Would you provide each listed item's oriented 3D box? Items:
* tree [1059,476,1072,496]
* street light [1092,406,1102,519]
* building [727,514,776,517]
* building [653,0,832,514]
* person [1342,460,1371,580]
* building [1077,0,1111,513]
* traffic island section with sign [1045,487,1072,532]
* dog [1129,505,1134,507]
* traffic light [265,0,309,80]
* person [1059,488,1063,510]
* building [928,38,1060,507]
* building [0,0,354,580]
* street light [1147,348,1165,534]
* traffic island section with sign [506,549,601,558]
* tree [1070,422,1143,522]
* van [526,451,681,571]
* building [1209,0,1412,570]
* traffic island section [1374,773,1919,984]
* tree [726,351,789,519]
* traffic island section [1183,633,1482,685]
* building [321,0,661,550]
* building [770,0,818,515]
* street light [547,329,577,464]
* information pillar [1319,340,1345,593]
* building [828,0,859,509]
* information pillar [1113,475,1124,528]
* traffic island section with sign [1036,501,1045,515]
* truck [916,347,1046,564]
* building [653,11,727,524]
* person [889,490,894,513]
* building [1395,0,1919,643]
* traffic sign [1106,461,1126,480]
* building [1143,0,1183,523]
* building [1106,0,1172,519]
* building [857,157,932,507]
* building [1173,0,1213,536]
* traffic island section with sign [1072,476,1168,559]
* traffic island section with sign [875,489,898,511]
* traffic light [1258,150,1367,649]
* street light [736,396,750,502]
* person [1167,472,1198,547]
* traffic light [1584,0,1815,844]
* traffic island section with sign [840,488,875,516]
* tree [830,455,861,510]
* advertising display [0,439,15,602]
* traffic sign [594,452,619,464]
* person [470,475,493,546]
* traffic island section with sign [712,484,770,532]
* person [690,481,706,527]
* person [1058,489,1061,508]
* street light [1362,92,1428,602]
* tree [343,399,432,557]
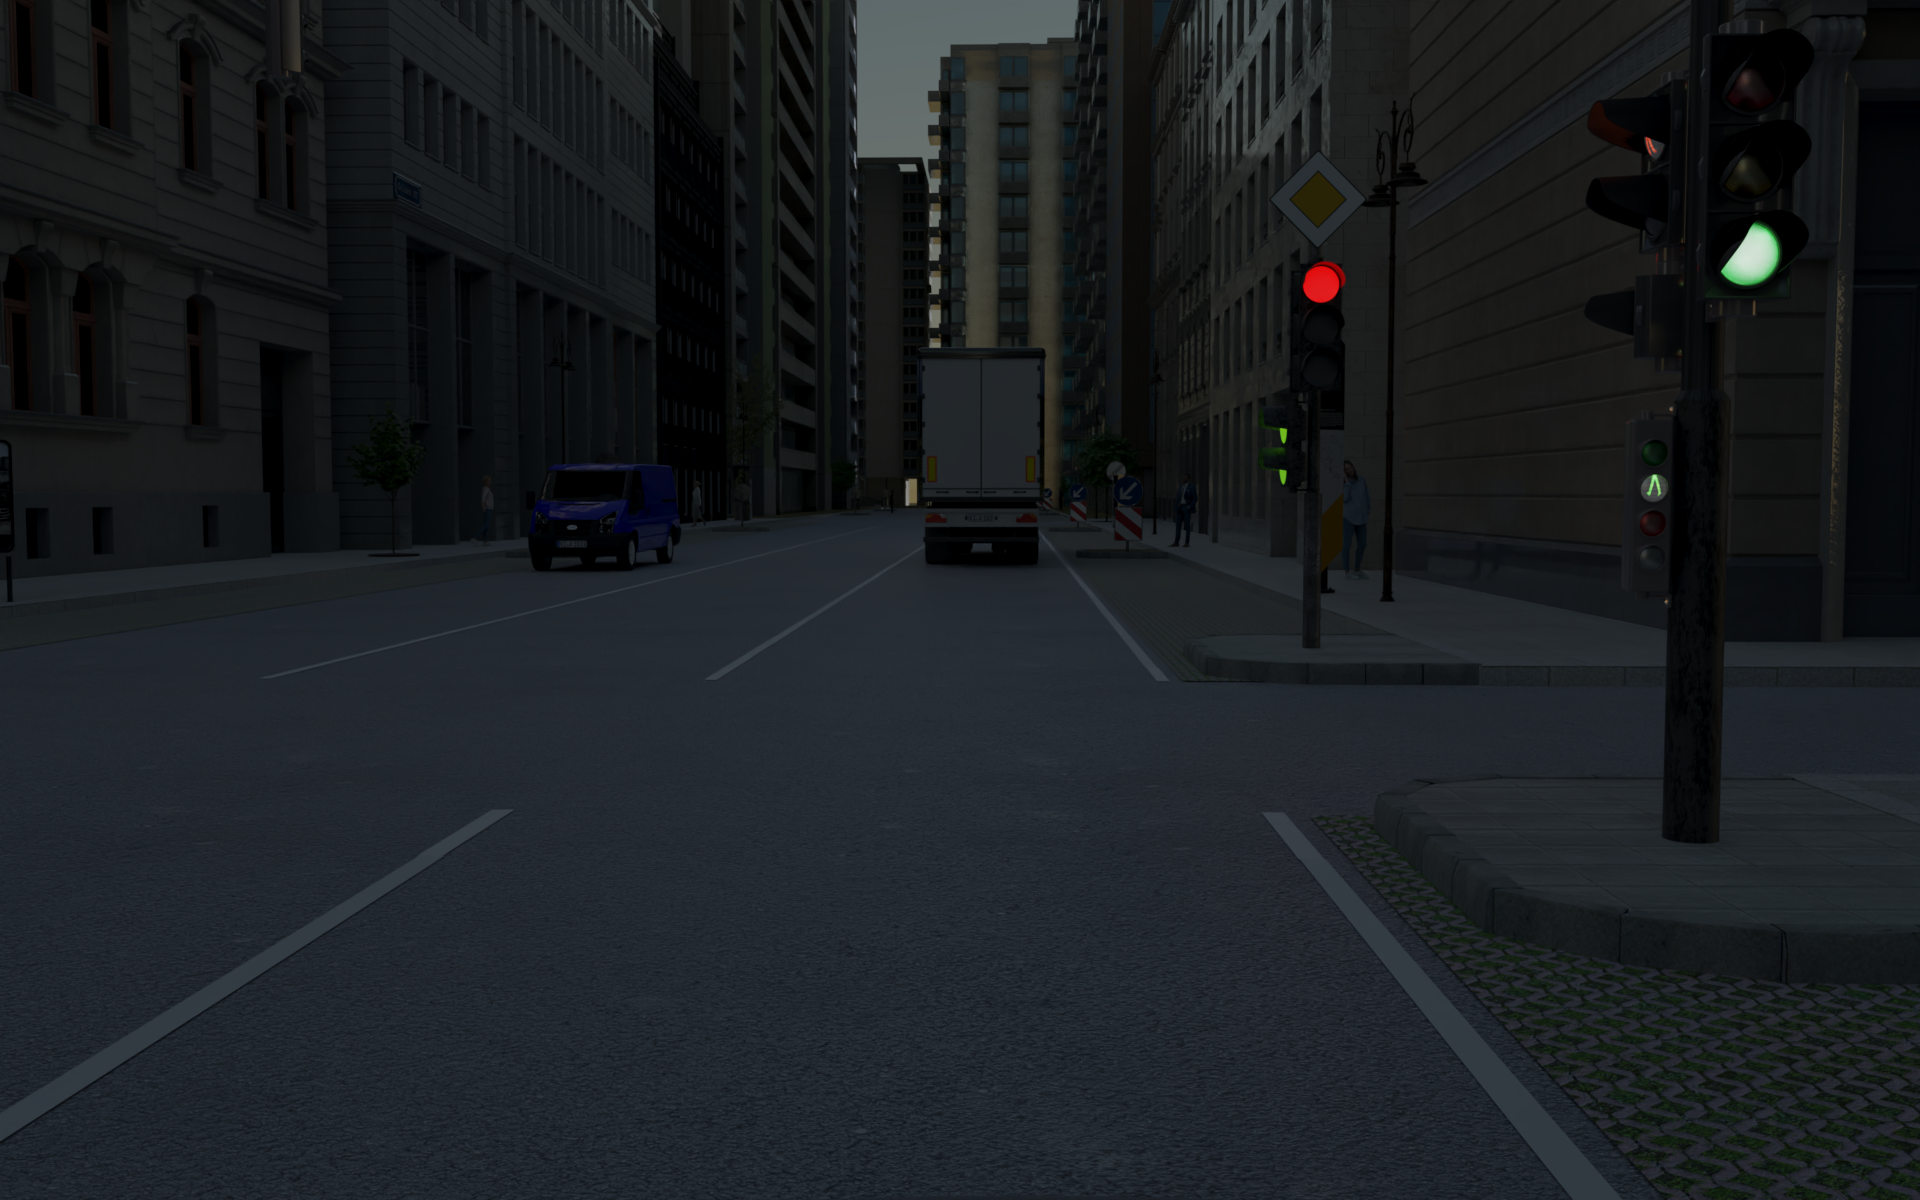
[{"bbox_3d":[9.961,-10.525,166.692,1.663,3.219,1.824,0,3,0],"label":"tree"},{"bbox_3d":[7.034,-7.111,89.052,0.468,5.910,1.993,0,4,2],"label":"street light"},{"bbox_3d":[-18.311,-25.266,96.692,14.154,41.232,14.086,0,4,2],"label":"building"},{"bbox_3d":[-17.598,-27.454,132.470,14.154,41.232,14.086,0,4,2],"label":"building"},{"bbox_3d":[5.897,-1.204,25.987,0.793,1.790,0.793,2,4,34],"label":"person"},{"bbox_3d":[21.109,-32.338,148.330,23.786,49.044,30.456,0,4,2],"label":"building"},{"bbox_3d":[4.368,-3.508,65.988,1.989,1.847,2.006,0,4,2],"label":"traffic island section with sign"},{"bbox_3d":[8.825,-4.444,87.035,0.513,0.831,0.800,-2,4,-28],"label":"dog"},{"bbox_3d":[-7.950,-2.446,14.656,4.771,5.953,1.251,0,4,2],"label":"traffic light"},{"bbox_3d":[8.170,-8.030,137.857,0.721,1.766,1.217,0,4,3],"label":"person"},{"bbox_3d":[12.019,-34.559,184.647,30.456,49.044,23.786,0,4,2],"label":"building"},{"bbox_3d":[-20.423,-14.659,27.058,14.401,28.519,23.554,0,4,2],"label":"building"},{"bbox_3d":[6.203,-5.029,55.008,0.468,5.910,1.993,0,4,2],"label":"street light"},{"bbox_3d":[-9.087,-1.882,39.399,1.989,1.847,2.006,0,4,2],"label":"traffic island section with sign"},{"bbox_3d":[6.659,-5.861,79.542,4.285,4.588,4.351,0,3,0],"label":"tree"},{"bbox_3d":[-6.970,-1.821,34.152,2.240,2.365,5.245,0,4,2],"label":"van"},{"bbox_3d":[11.556,-11.134,36.793,10.420,20.320,16.860,0,4,2],"label":"building"},{"bbox_3d":[2.735,0.967,6.471,2.009,0.180,2.903,0,4,2],"label":"traffic island section"},{"bbox_3d":[-10.856,-8.392,87.570,4.737,8.622,4.395,0,3,0],"label":"tree"},{"bbox_3d":[2.953,0.479,14.454,2.009,0.180,2.903,0,4,2],"label":"traffic island section"},{"bbox_3d":[-17.814,-16.887,53.589,11.434,29.767,29.804,0,4,2],"label":"building"},{"bbox_3d":[-21.285,-30.010,114.365,21.300,48.544,21.600,0,4,2],"label":"building"},{"bbox_3d":[-11.118,-4.633,48.545,0.468,5.910,1.993,0,4,2],"label":"street light"},{"bbox_3d":[4.741,-1.897,22.375,0.504,3.616,0.183,-2,4,-29],"label":"information pillar"},{"bbox_3d":[-23.504,-37.471,154.655,28.212,58.520,21.231,0,4,2],"label":"building"},{"bbox_3d":[5.961,-3.715,65.234,0.304,2.012,0.304,-3,5,-40],"label":"information pillar"},{"bbox_3d":[5.738,-6.578,116.170,1.989,1.847,2.006,0,4,2],"label":"traffic island section with sign"},{"bbox_3d":[0.510,-3.047,38.732,2.839,4.237,11.283,0,4,1],"label":"truck"},{"bbox_3d":[-17.843,-15.116,76.818,12.332,23.373,15.834,0,4,2],"label":"building"},{"bbox_3d":[-5.209,-7.397,130.164,0.721,1.735,1.217,0,4,2],"label":"person"},{"bbox_3d":[16.504,-14.324,20.097,20.117,28.700,13.634,0,4,2],"label":"building"},{"bbox_3d":[6.101,-4.135,67.720,0.768,2.556,0.104,0,4,6],"label":"traffic sign"},{"bbox_3d":[15.210,-17.059,76.181,12.463,27.353,25.104,0,4,2],"label":"building"},{"bbox_3d":[15.458,-27.255,95.735,14.600,45.320,14.200,0,4,2],"label":"building"},{"bbox_3d":[-15.067,-30.486,190.333,23.993,40.220,32.217,0,4,2],"label":"building"},{"bbox_3d":[12.402,-12.547,54.286,9.793,20.994,18.267,0,4,2],"label":"building"},{"bbox_3d":[3.629,-1.860,39.043,1.989,1.847,2.006,0,4,2],"label":"traffic island section with sign"},{"bbox_3d":[-6.217,-8.295,144.250,1.989,1.847,2.006,0,4,2],"label":"traffic island section with sign"},{"bbox_3d":[2.913,-1.555,14.341,0.839,4.253,0.868,0,4,2],"label":"traffic light"},{"bbox_3d":[-10.240,-6.683,82.061,0.468,5.910,1.993,0,4,2],"label":"street light"},{"bbox_3d":[5.414,-2.178,41.831,0.721,1.800,0.419,3,5,41],"label":"person"},{"bbox_3d":[0.602,-1.933,6.274,4.771,5.953,1.251,0,4,2],"label":"traffic light"},{"bbox_3d":[-6.976,-6.599,116.526,1.989,1.847,2.006,0,4,2],"label":"traffic island section with sign"},{"bbox_3d":[-9.778,-9.736,142.896,4.285,4.588,4.351,0,3,0],"label":"tree"},{"bbox_3d":[-11.600,-0.919,20.239,0.974,1.923,0.123,-3,5,-44],"label":"advertising display"},{"bbox_3d":[-10.727,-3.210,52.588,0.768,2.556,0.104,0,4,5],"label":"traffic sign"},{"bbox_3d":[-11.712,-2.185,42.445,0.598,1.740,0.731,-2,4,-26],"label":"person"},{"bbox_3d":[-8.350,-3.530,66.344,1.989,1.847,2.006,0,4,2],"label":"traffic island section with sign"},{"bbox_3d":[-10.254,-3.768,67.876,0.641,1.798,0.478,0,4,-3],"label":"person"},{"bbox_3d":[8.874,-9.064,154.224,0.705,1.826,1.348,0,4,3],"label":"person"},{"bbox_3d":[5.100,-2.918,20.497,0.468,5.910,1.993,0,4,2],"label":"street light"},{"bbox_3d":[-11.822,-2.509,35.625,1.663,3.219,1.824,0,3,0],"label":"tree"}]
